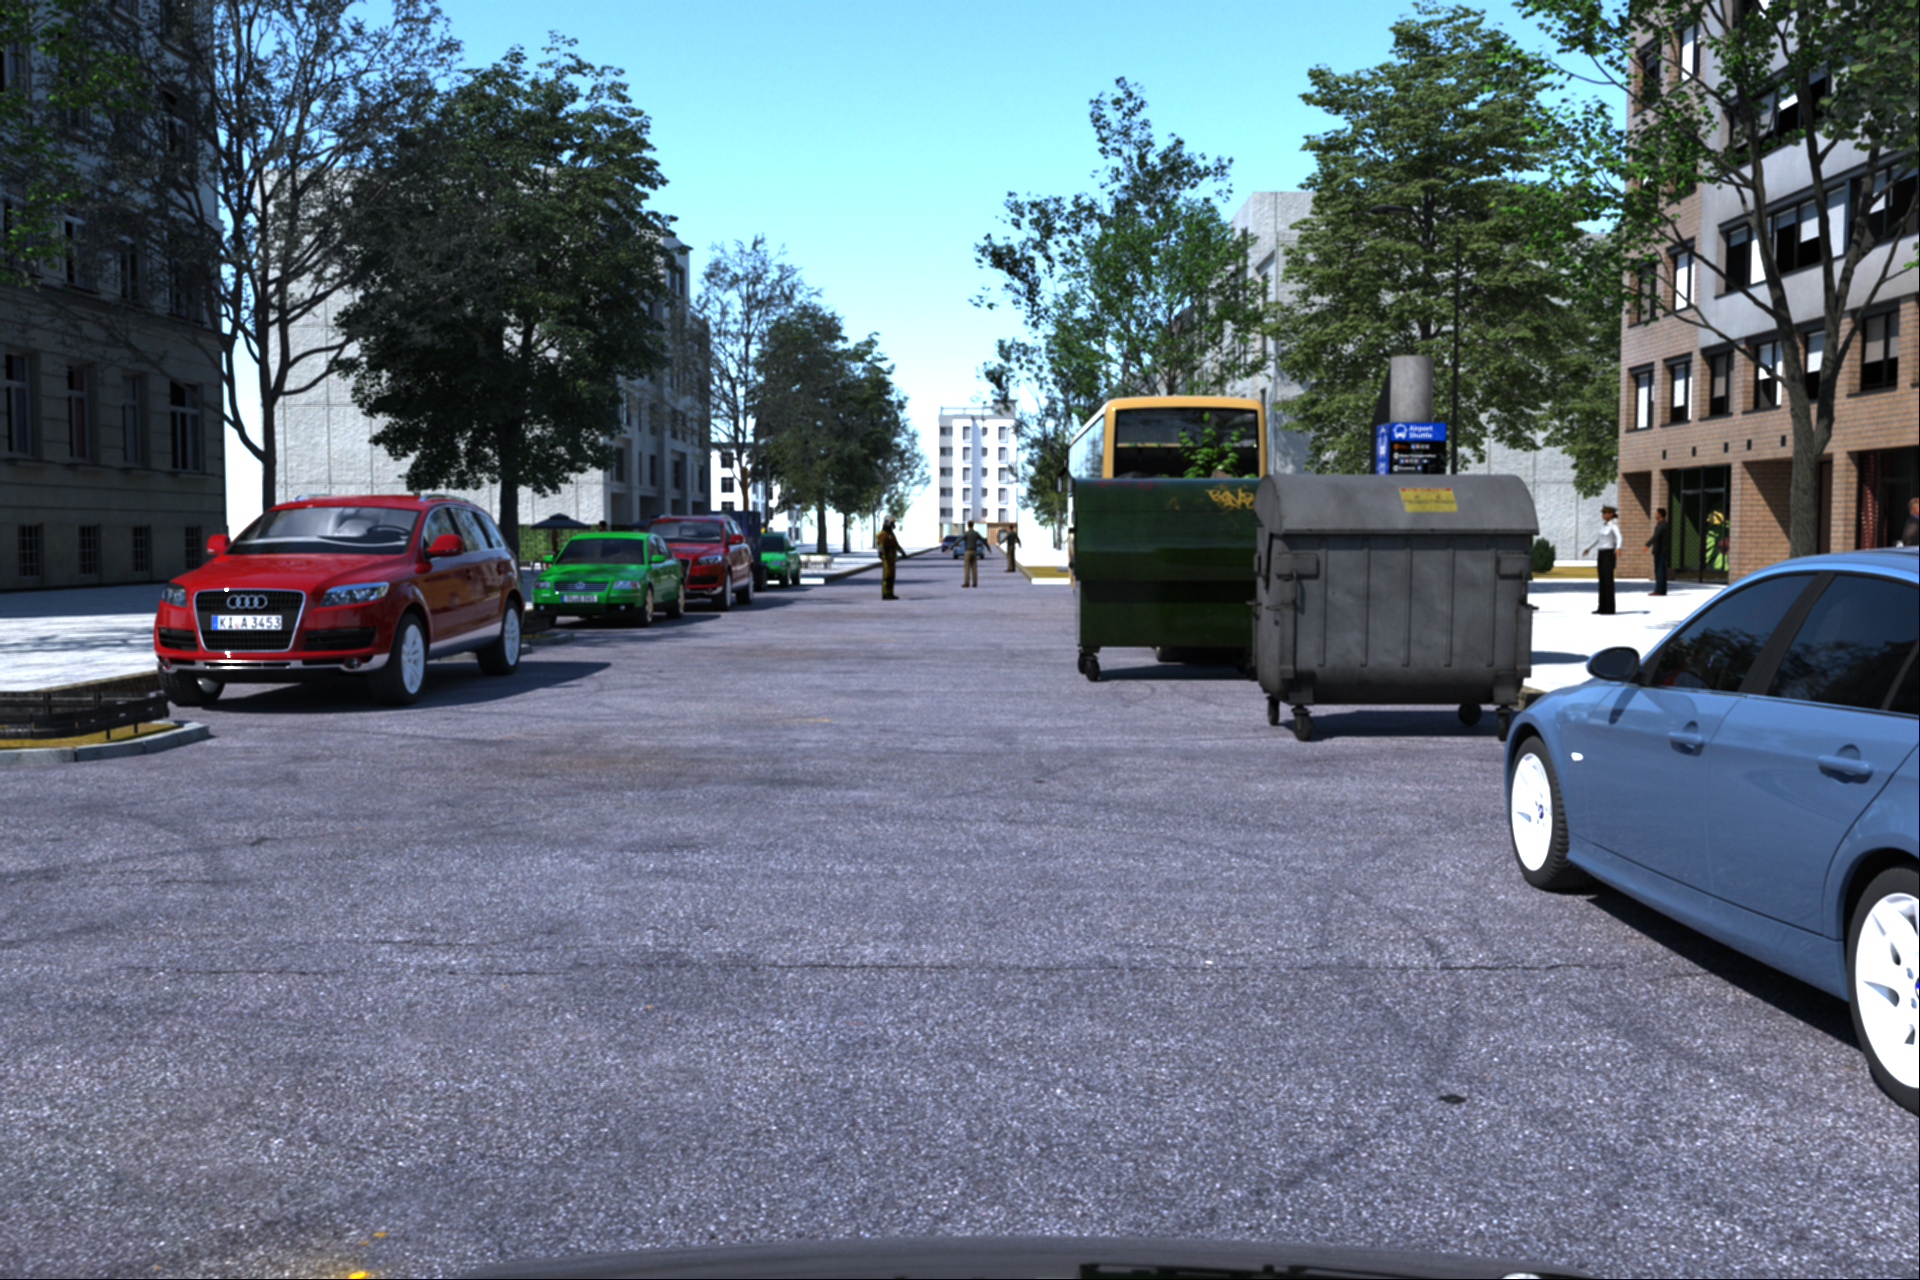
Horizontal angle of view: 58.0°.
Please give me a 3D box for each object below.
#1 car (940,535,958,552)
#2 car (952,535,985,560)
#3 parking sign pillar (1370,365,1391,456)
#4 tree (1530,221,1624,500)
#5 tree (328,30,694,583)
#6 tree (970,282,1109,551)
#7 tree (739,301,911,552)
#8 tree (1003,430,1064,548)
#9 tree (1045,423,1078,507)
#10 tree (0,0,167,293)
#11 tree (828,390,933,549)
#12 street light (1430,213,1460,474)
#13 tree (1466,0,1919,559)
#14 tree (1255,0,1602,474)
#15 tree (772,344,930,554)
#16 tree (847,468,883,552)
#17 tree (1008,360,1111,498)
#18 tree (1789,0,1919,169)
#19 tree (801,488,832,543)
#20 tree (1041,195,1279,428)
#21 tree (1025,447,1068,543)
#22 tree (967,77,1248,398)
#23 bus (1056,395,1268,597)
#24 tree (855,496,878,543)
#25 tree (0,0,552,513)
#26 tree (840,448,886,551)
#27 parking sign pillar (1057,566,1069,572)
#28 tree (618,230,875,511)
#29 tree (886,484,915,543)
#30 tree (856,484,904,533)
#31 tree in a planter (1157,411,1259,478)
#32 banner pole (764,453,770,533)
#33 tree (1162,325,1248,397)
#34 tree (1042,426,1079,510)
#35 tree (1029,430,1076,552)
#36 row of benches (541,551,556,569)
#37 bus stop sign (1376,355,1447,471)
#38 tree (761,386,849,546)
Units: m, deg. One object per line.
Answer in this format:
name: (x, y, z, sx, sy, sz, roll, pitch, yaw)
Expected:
car: (-0.579, -7.598, 136.804, 1.945, 1.354, 3.894, 0, 4, 0)
car: (0.512, -5.294, 98.556, 2.014, 1.417, 4.499, 0, 4, 1)
parking sign pillar: (7.064, -2.442, 28.402, 1.447, 3.967, 1.447, 0, 4, 1)
tree: (24.067, -8.828, 62.468, 7.486, 12.596, 7.792, 0, 3, 0)
tree: (-11.851, -8.450, 44.813, 9.857, 13.997, 8.962, 0, 3, 0)
tree: (7.128, -16.950, 133.021, 12.611, 20.169, 13.585, 0, 3, 0)
tree: (-7.539, -11.473, 94.242, 9.857, 13.997, 8.962, 0, 3, 0)
tree: (8.237, -13.457, 154.437, 7.601, 10.594, 8.767, 3, 5, 42)
tree: (7.304, -9.711, 109.133, 4.360, 8.622, 3.978, 0, 3, 0)
tree: (-12.367, -5.674, 18.522, 9.928, 11.665, 9.643, 0, 3, 0)
tree: (-7.332, -14.541, 148.117, 12.009, 13.543, 11.850, 0, 3, 0)
street light: (7.562, -3.181, 24.554, 1.470, 5.913, 1.316, 0, 4, 1)
tree: (9.780, -5.747, 19.727, 9.928, 11.665, 9.643, 0, 3, 0)
tree: (10.206, -7.283, 37.198, 7.486, 12.596, 7.792, 0, 3, 0)
tree: (-7.565, -12.390, 112.943, 12.009, 13.543, 11.850, 0, 3, 0)
tree: (-7.664, -10.564, 123.080, 4.737, 8.622, 4.395, 0, 3, 0)
tree: (7.002, -9.625, 91.783, 8.767, 10.594, 7.601, -2, 4, -32)
tree: (9.374, -6.329, 10.129, 9.857, 13.997, 8.962, 0, 3, 0)
tree: (-22.569, -20.450, 244.720, 12.009, 13.543, 11.850, 0, 3, 0)
tree: (6.107, -7.796, 53.219, 9.928, 11.665, 9.643, 0, 3, 0)
tree: (14.052, -20.472, 241.364, 9.857, 13.997, 8.962, 0, 3, 0)
tree: (6.367, -13.392, 74.845, 12.611, 20.169, 13.585, 0, 3, 0)
bus: (3.522, -2.511, 32.599, 2.896, 3.916, 12.252, 0, 4, 1)
tree: (-12.927, -18.173, 247.497, 4.360, 8.622, 3.978, 0, 3, 0)
tree: (-12.415, -7.352, 30.580, 12.009, 13.543, 11.850, 0, 3, 0)
tree: (-7.543, -11.121, 132.190, 4.737, 8.622, 4.395, 0, 3, 0)
parking sign pillar: (4.021, -4.308, 58.909, 1.447, 3.967, 1.447, 0, 4, 2)
tree: (-8.751, -9.808, 70.726, 12.009, 13.543, 11.850, 0, 3, 0)
tree: (-8.523, -18.171, 247.454, 4.737, 8.622, 4.395, 0, 3, 0)
tree: (-11.139, -18.730, 240.652, 7.601, 10.594, 8.767, 0, 4, 1)
tree in a planter: (3.622, -1.706, 25.122, 1.991, 3.239, 1.994, 0, 4, 0)
banner pole: (-5.990, -3.910, 53.945, 0.401, 3.779, 0.863, 0, 4, 3)
tree: (8.828, -6.758, 60.851, 4.360, 8.622, 3.978, 0, 3, 0)
tree: (7.502, -10.074, 115.067, 4.737, 8.622, 4.395, 0, 3, 0)
tree: (7.196, -10.525, 122.444, 4.737, 8.622, 4.395, 0, 3, 0)
row of benches: (-14.658, -2.914, 63.108, 1.422, 0.672, 4.104, -1, 4, -22)
bus stop sign: (6.718, -2.252, 25.841, 0.837, 3.901, 0.837, 0, 4, 0)
tree: (-8.197, -8.112, 83.000, 4.360, 8.622, 3.978, 0, 3, 0)
